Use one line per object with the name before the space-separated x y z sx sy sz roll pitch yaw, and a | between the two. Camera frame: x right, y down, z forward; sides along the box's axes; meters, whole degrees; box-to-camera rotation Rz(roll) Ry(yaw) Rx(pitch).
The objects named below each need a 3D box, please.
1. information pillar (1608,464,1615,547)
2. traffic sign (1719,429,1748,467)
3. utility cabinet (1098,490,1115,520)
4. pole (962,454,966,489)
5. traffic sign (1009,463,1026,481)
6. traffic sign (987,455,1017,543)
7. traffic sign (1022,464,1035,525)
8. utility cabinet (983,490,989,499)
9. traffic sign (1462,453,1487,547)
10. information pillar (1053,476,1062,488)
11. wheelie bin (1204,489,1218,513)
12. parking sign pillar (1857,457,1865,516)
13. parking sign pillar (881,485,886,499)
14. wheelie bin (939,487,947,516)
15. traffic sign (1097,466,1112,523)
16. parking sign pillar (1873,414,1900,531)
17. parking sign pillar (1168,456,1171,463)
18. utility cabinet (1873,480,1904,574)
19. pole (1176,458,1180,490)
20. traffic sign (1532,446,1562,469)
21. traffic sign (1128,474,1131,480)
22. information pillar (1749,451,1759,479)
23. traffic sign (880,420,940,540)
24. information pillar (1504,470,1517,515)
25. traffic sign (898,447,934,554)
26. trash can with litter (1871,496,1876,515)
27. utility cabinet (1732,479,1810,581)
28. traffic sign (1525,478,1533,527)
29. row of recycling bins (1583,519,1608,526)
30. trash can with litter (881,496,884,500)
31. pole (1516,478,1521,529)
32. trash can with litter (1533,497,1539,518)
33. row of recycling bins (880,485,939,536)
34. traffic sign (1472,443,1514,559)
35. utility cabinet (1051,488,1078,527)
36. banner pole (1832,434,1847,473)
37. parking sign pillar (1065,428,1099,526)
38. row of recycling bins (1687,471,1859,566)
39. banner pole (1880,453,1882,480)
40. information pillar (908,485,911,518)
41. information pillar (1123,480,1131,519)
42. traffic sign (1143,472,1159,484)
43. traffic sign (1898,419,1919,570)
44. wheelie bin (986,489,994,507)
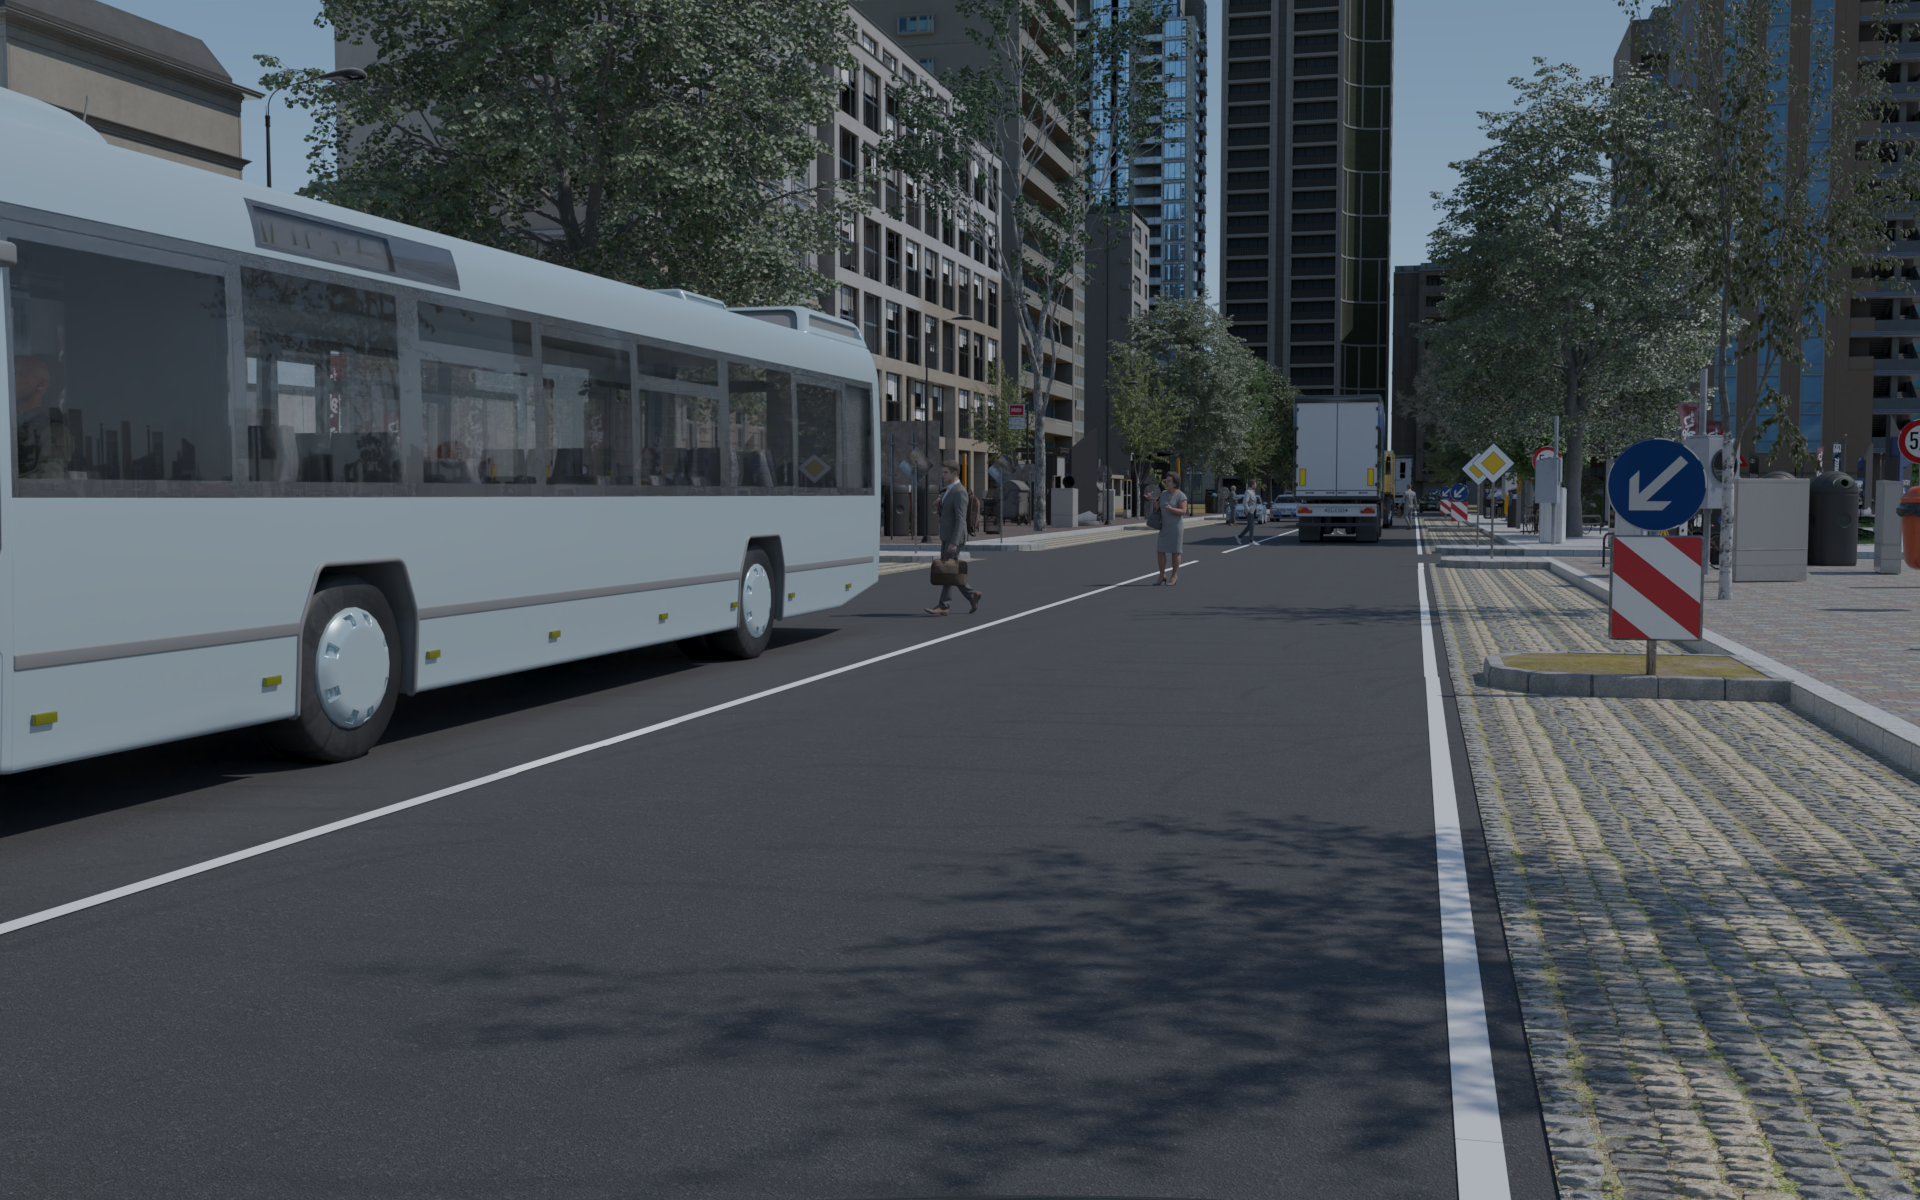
information pillar | 15.989 -2.301 42.106 0.304 2.012 0.304 -3 4 -36
traffic sign | 14.969 -2.079 33.998 0.884 2.594 0.081 1 4 21
utility cabinet | 6.949 -4.636 84.477 1.173 1.500 0.318 1 4 16
pole | 0.222 -5.717 87.317 0.158 3.312 0.155 0 3 0
traffic sign | 2.455 -4.474 73.156 0.884 2.594 0.081 1 4 15
traffic sign | 1.077 -2.524 44.903 0.795 2.450 0.064 1 4 15
traffic sign | 2.929 -4.412 72.241 0.768 2.556 0.104 1 4 15
utility cabinet | 1.980 -5.971 106.311 1.173 1.500 0.318 0 4 -2
traffic sign | 12.530 -2.339 41.891 0.795 2.450 0.064 1 4 15
information pillar | 3.854 -3.931 68.760 0.304 2.012 0.304 0 4 -8
wheelie bin | 16.772 -6.612 116.006 0.980 1.594 0.693 1 4 21
parking sign pillar | 47.985 -6.324 91.866 1.447 3.967 1.447 3 5 42
parking sign pillar | -3.051 -5.391 76.608 1.447 3.967 1.447 2 4 35
wheelie bin | -1.077 -5.375 95.789 0.693 1.594 0.980 -1 4 -13
traffic sign | 6.412 -4.727 77.388 0.768 2.556 0.104 1 4 19
parking sign pillar | 31.995 -4.317 59.057 1.447 3.967 1.447 -3 5 -42
parking sign pillar | 13.491 -7.643 113.440 1.447 3.967 1.447 1 4 19
utility cabinet | 15.025 -1.182 28.007 0.318 1.500 1.173 1 4 23
pole | 12.405 -6.410 98.649 0.158 3.312 0.155 0 3 0
traffic sign | 15.587 -2.808 46.016 0.768 2.556 0.104 2 4 24
traffic sign | 10.137 -6.158 100.782 0.768 2.556 0.104 1 4 18
information pillar | 42.630 -6.221 93.068 0.504 3.616 0.183 1 4 11
traffic sign | -1.616 -3.325 48.232 2.265 3.308 0.079 2 4 24
information pillar | 21.315 -4.623 66.947 0.504 3.616 0.183 -1 4 -12
traffic sign | -0.948 -2.051 37.178 0.795 2.450 0.064 1 4 15
trash can with litter | 56.997 -5.905 107.927 0.624 1.170 1.055 2 4 27
utility cabinet | 11.757 -1.015 25.279 1.173 1.500 0.318 -1 4 -12
traffic sign | 22.231 -4.159 68.006 0.884 2.594 0.081 1 4 16
row of recycling bins | 25.516 -3.928 71.341 1.069 1.692 3.534 -3 4 -36
trash can with litter | -2.782 -3.866 74.274 2.233 1.210 1.678 -1 4 -15
pole | 20.576 -4.275 63.734 0.158 3.312 0.155 0 3 0
trash can with litter | 26.492 -4.120 78.756 1.055 1.170 0.624 1 4 14
row of recycling bins | -2.355 -2.795 52.811 3.534 1.692 1.069 -1 4 -17
traffic sign | 10.506 -1.867 34.166 0.795 2.450 0.064 1 4 15
utility cabinet | 4.017 -3.530 66.387 0.318 1.500 1.173 -3 5 -41
banner pole | 36.746 -5.037 72.368 0.863 3.779 0.401 -1 4 -17
parking sign pillar | 4.909 -4.997 70.174 1.447 3.967 1.447 -2 4 -33
row of recycling bins | 14.390 -1.498 31.599 3.534 1.692 1.069 1 4 20
banner pole | 56.012 -7.060 105.449 0.401 3.779 0.863 2 4 29
information pillar | -2.426 -5.595 82.826 0.183 3.616 0.504 0 4 5
information pillar | 8.737 -5.256 90.425 0.304 2.012 0.304 -3 4 -36
traffic sign | 10.021 -5.556 90.850 0.884 2.594 0.081 1 4 22
traffic sign | 16.226 -1.782 29.244 0.768 2.556 0.104 1 4 18
wheelie bin | 1.894 -5.587 99.250 0.980 1.594 0.693 3 5 43
